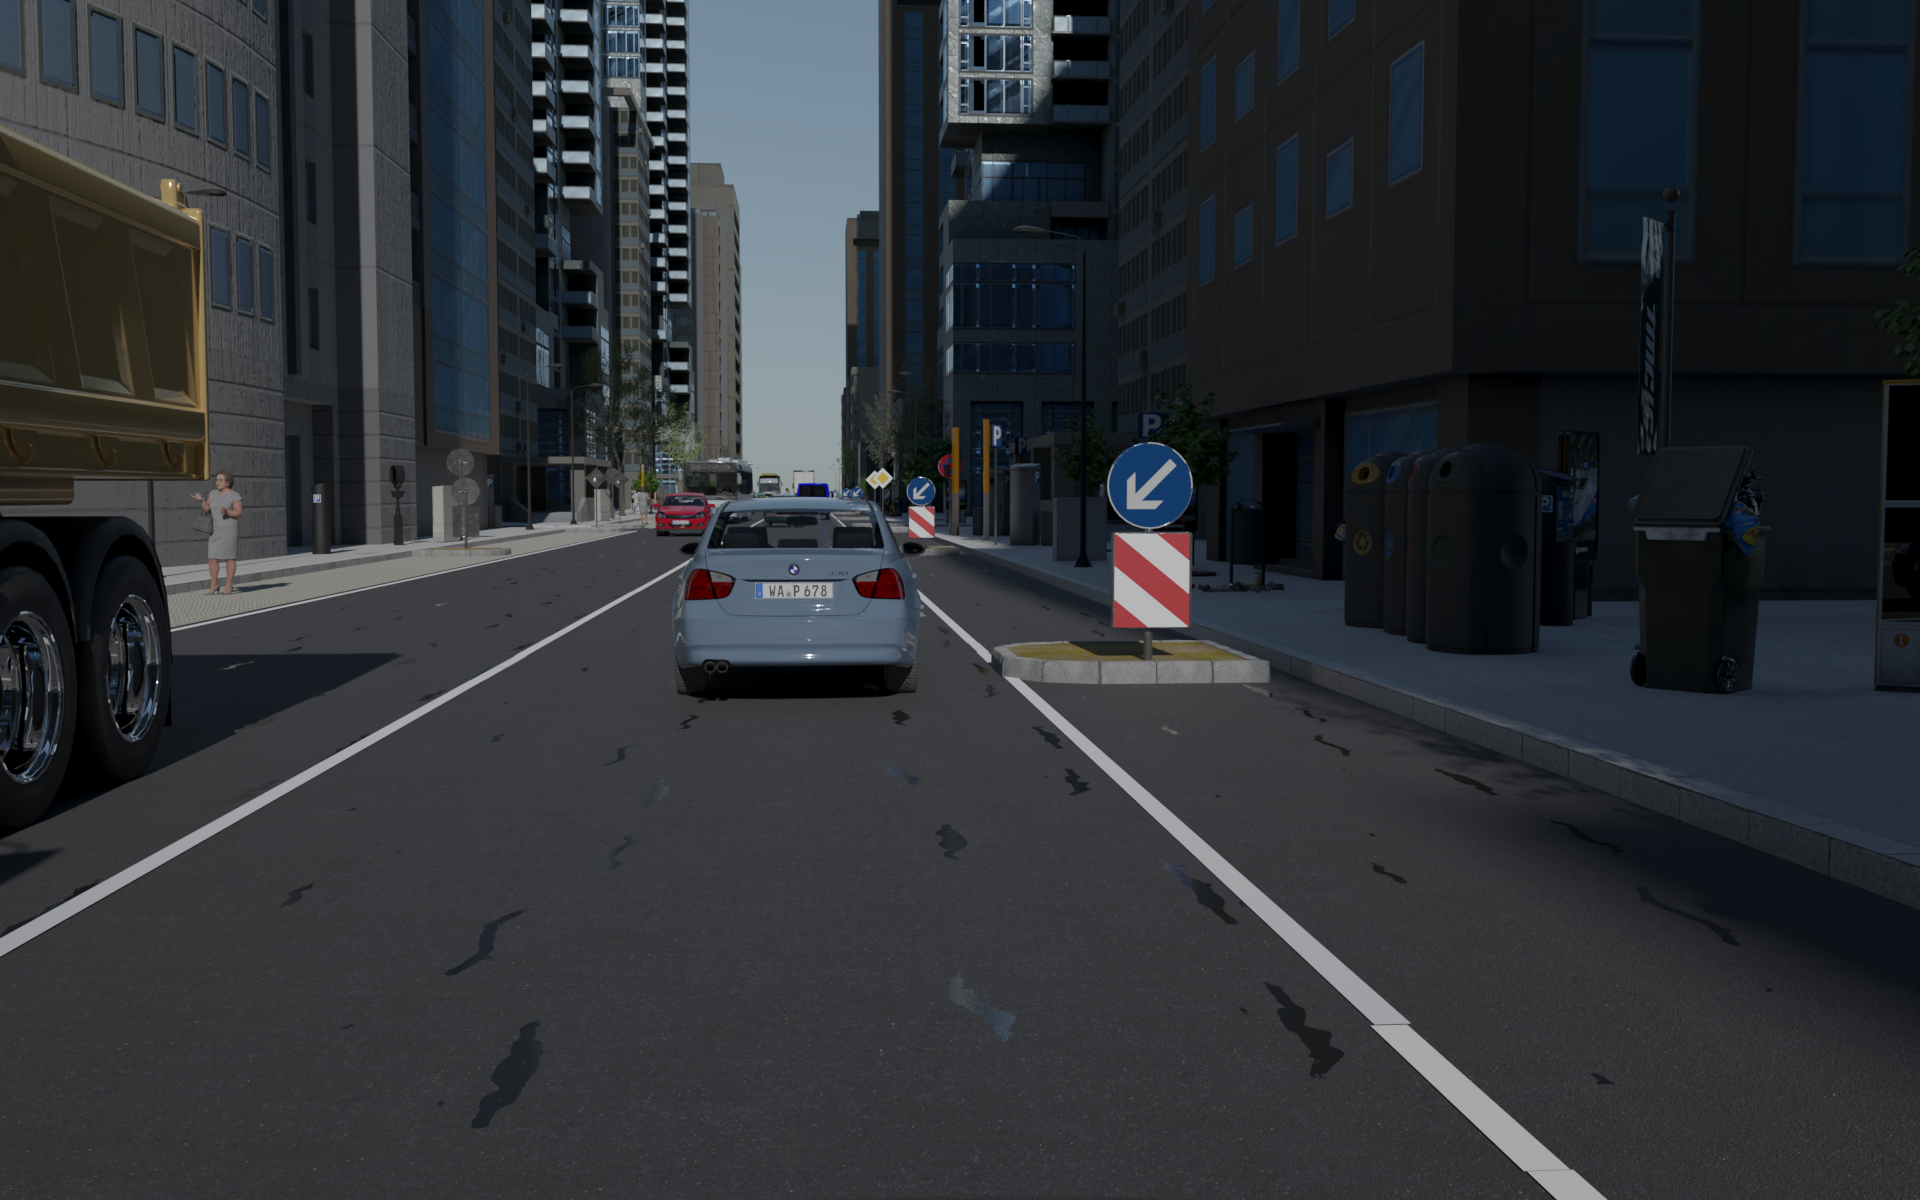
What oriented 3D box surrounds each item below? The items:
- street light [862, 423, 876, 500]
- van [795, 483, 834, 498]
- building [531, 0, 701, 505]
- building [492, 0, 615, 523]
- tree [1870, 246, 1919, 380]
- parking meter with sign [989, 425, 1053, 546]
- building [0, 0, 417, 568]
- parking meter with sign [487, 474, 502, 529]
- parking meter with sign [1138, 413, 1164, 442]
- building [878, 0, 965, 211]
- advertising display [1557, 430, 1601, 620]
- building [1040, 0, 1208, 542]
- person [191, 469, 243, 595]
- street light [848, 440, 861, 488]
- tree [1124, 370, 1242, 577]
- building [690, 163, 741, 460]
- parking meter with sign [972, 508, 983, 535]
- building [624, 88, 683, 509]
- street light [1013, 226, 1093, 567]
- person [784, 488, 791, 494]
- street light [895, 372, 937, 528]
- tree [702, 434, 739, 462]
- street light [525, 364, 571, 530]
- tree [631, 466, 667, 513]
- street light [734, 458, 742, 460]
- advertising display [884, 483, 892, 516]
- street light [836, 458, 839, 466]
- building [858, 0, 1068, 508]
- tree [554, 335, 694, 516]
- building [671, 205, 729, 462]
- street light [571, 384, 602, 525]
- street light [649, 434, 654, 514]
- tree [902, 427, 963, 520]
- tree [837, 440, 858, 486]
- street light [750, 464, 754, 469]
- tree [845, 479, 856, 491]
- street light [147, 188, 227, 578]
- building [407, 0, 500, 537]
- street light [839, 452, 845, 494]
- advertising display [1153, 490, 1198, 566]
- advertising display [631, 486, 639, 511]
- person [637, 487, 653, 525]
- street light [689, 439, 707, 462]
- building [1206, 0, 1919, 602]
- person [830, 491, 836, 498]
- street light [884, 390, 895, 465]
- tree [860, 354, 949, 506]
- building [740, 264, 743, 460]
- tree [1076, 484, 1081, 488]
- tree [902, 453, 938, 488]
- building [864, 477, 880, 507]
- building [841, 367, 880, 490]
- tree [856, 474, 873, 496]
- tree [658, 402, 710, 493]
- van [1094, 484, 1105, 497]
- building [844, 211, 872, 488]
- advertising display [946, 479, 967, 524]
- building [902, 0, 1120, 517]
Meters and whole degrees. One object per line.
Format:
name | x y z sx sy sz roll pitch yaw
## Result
street light | -5.504 -8.609 113.297 1.470 5.913 1.316 0 4 -5
van | -8.216 -5.681 97.275 2.240 2.365 5.245 0 4 -4
building | -38.871 -53.324 184.523 22.319 86.520 31.000 0 4 -5
building | -33.904 -23.930 83.137 32.217 40.220 23.993 0 4 -5
tree | 10.802 -2.041 17.084 4.285 4.588 4.351 0 3 0
parking meter with sign | 1.632 -2.882 43.377 1.738 3.016 0.543 2 4 28
building | -24.264 -29.927 31.310 21.231 58.520 28.212 0 4 -5
parking meter with sign | -17.847 -4.198 64.891 1.738 3.016 0.543 3 4 36
parking meter with sign | 4.156 -2.451 36.328 0.543 3.016 1.738 0 4 -4
building | 0.532 -30.102 142.277 14.600 45.320 14.200 0 4 -5
advertising display | 6.337 -0.768 17.770 0.123 1.923 0.974 3 4 38
building | 18.194 -22.160 54.198 32.217 40.220 23.993 0 4 -5
person | -10.493 -0.949 24.376 0.716 1.782 0.532 0 4 8
street light | -9.151 -11.070 153.537 1.470 5.913 1.316 0 4 -5
tree | 3.544 -1.990 27.138 1.663 3.219 1.824 0 3 0
building | -43.531 -38.654 255.694 21.300 48.544 21.600 0 4 -5
parking meter with sign | 1.174 -3.494 53.387 1.738 3.016 0.543 2 4 34
building | -41.198 -28.506 157.947 32.217 40.220 23.993 0 4 -5
street light | 1.623 -3.527 30.216 1.470 5.913 1.316 0 4 -5
person | -10.239 -5.774 103.089 0.511 1.800 0.466 0 4 -1
street light | -1.606 -5.724 66.123 1.470 5.913 1.316 0 4 -5
tree | -28.554 -15.761 208.057 4.360 8.622 3.978 0 3 0
street light | -14.872 -5.467 61.922 1.470 5.913 1.316 0 4 -5
tree | -20.826 -7.473 116.785 1.663 3.219 1.824 0 3 0
street light | -29.756 -15.876 232.116 1.470 5.913 1.316 0 4 -5
advertising display | -4.277 -5.907 101.786 0.123 1.923 0.974 -2 4 -29
street light | -16.209 -16.119 236.090 1.470 5.913 1.316 0 4 -5
building | -0.748 -54.743 207.713 22.319 86.520 31.000 0 4 -5
tree | -19.682 -10.199 101.174 8.767 10.594 7.601 0 4 -2
building | -39.176 -33.908 237.989 14.154 41.232 14.086 0 4 -5
street light | -15.770 -6.143 72.979 1.470 5.913 1.316 0 4 -5
street light | -18.998 -8.374 109.450 1.470 5.913 1.316 0 4 -5
tree | -1.371 -6.203 85.130 4.285 4.588 4.351 0 3 0
tree | -14.622 -17.233 232.129 4.737 8.622 4.395 0 3 0
street light | -32.749 -18.062 267.853 1.470 5.913 1.316 0 4 -5
tree | -12.348 -12.545 199.719 1.663 3.219 1.824 0 3 0
street light | -11.817 -3.292 26.366 1.470 5.913 1.316 0 4 -5
building | -23.199 -24.717 54.239 14.200 45.320 14.600 0 4 -5
street light | -12.156 -13.245 189.097 1.470 5.913 1.316 0 4 -5
advertising display | 3.790 -1.571 30.894 0.974 1.923 0.123 -1 4 -22
advertising display | -24.461 -7.710 131.279 0.974 1.923 0.123 1 4 18
person | -14.586 -4.370 80.303 0.716 1.782 0.532 0 4 -1
street light | -22.494 -10.807 149.241 1.470 5.913 1.316 0 4 -5
building | 11.917 -23.012 26.350 14.600 45.320 14.200 0 4 -5
person | -11.029 -8.739 152.326 0.756 1.711 0.436 3 5 40
street light | -2.523 -6.421 77.517 1.470 5.913 1.316 0 4 -5
tree | -2.667 -8.566 90.416 4.360 8.622 3.978 0 3 0
building | -44.813 -37.590 298.197 14.154 41.232 14.086 0 4 -5
tree | 7.420 -6.720 93.589 4.285 4.588 4.351 0 3 0
tree | -1.789 -5.294 81.150 1.663 3.219 1.824 0 3 0
building | 6.103 -29.987 182.172 32.217 40.220 23.993 0 4 -5
building | -6.171 -27.543 295.362 27.650 21.520 28.899 0 4 -5
tree | -8.585 -10.325 163.415 1.663 3.219 1.824 0 3 0
tree | -22.064 -11.362 136.137 4.737 8.622 4.395 0 3 0
van | 7.593 -3.976 72.011 4.112 2.044 2.013 0 4 -5
building | -10.936 -38.075 272.632 14.600 45.320 14.200 0 4 -5
advertising display | -0.157 -4.302 75.547 0.974 1.923 0.123 2 4 27
building | 7.391 -48.825 110.956 22.319 86.520 31.000 0 4 -5
